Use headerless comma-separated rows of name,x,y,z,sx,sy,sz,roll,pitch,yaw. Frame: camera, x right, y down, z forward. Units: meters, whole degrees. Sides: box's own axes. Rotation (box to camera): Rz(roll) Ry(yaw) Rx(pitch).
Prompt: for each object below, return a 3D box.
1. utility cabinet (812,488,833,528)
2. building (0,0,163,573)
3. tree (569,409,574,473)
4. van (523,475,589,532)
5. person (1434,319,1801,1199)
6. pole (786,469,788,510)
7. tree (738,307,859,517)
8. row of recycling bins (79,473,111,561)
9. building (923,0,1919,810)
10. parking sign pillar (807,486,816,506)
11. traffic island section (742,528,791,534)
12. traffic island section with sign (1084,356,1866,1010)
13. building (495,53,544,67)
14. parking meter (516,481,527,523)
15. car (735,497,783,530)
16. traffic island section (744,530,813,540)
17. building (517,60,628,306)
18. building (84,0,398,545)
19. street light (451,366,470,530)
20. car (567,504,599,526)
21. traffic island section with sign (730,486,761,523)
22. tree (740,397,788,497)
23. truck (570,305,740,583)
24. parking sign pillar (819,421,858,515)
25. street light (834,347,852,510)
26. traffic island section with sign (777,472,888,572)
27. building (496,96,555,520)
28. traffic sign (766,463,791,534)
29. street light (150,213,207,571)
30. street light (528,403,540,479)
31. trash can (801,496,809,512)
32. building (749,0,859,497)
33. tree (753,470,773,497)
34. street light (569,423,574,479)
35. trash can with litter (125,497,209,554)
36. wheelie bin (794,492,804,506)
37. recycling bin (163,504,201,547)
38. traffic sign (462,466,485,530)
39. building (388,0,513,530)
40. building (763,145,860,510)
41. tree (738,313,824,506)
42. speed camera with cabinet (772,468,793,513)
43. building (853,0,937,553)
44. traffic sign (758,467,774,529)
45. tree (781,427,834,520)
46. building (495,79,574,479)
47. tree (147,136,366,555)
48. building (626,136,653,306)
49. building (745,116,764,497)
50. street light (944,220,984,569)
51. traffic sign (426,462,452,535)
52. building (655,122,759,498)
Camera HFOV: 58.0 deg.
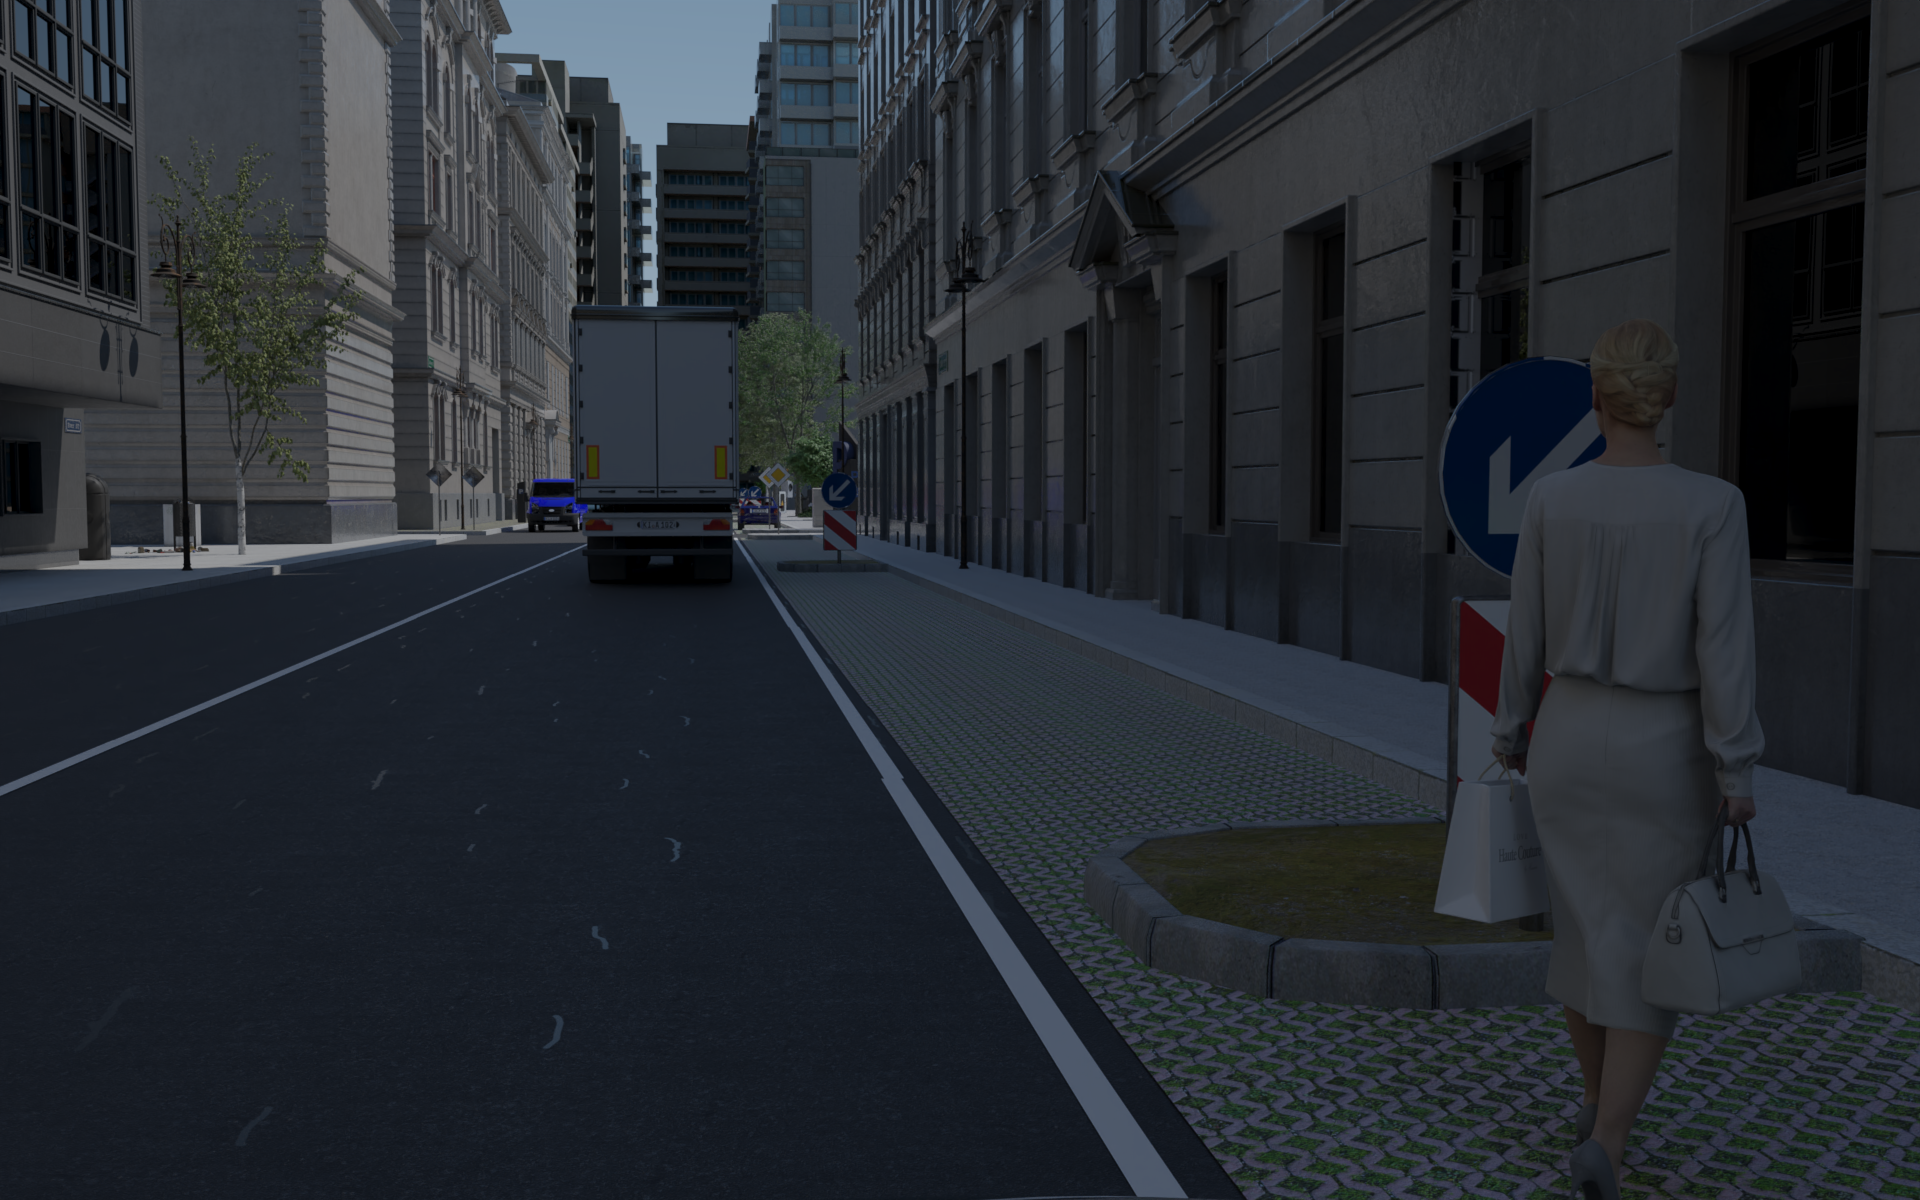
utility cabinet,-4.947,-3.452,65.115,1.173,1.500,0.318,-1,4,-15
building,-19.559,-13.738,18.130,14.314,27.812,24.014,-1,4,-8
tree,-28.944,-11.171,133.009,4.360,8.622,3.978,0,3,0
van,-15.499,-3.815,66.752,2.240,2.365,5.245,0,4,-8
person,1.293,0.328,3.495,0.624,1.780,0.694,-3,4,-39
pole,-13.837,-8.847,138.487,0.158,3.312,0.155,0,3,0
tree,-9.255,-10.493,97.313,9.928,11.665,9.643,0,3,0
row of recycling bins,-18.284,-1.633,33.811,3.534,1.692,1.069,1,4,9
building,10.383,-14.669,16.250,17.030,29.872,44.131,-1,4,-8
parking sign pillar,-11.248,-8.963,135.024,1.447,3.967,1.447,1,4,21
traffic island section,-6.916,-2.496,63.092,2.009,0.180,2.903,-1,4,-8
traffic island section with sign,1.481,0.176,5.755,1.989,1.847,2.006,-1,4,-8
building,-46.777,-27.776,146.014,32.217,40.220,23.993,-1,4,-8
parking meter,-19.569,-4.378,77.285,0.399,1.863,0.255,0,4,-2
car,-8.103,-3.505,69.879,1.945,1.354,3.894,0,4,-7
traffic island section,-5.759,-2.013,55.191,2.009,0.180,2.903,-1,4,-8
building,-49.111,-35.119,197.901,21.600,48.544,21.300,-1,4,-8
building,-25.945,-13.347,47.101,19.941,23.489,11.050,-1,4,-8
street light,-17.949,-5.479,62.361,0.468,5.910,1.993,-1,4,-8
car,-16.770,-4.186,78.224,2.009,1.686,4.222,0,4,-7
traffic island section with sign,-10.476,-4.820,87.433,1.989,1.847,2.006,-1,4,-8
tree,-14.140,-10.802,126.982,4.737,8.622,4.395,0,3,0
truck,-5.380,-2.600,31.417,2.839,4.237,11.283,-1,4,-9
parking sign pillar,-4.174,-4.589,63.508,1.447,3.967,1.447,-2,4,-33
street light,-3.692,-5.003,54.583,0.468,5.910,1.993,-1,4,-8
traffic island section with sign,-2.420,-1.456,32.428,1.989,1.847,2.006,-1,4,-8
building,-28.254,-16.191,93.600,11.050,23.489,19.941,-1,4,-8
traffic sign,-5.781,-3.148,55.111,0.795,2.450,0.064,-1,4,-8
street light,-12.959,-3.430,28.865,0.468,5.910,1.993,-1,4,-8
street light,-21.558,-7.029,87.713,0.468,5.910,1.993,-1,4,-8
trash can,-10.042,-6.095,111.299,0.748,1.137,0.748,0,3,0
building,-8.716,-33.693,170.482,23.786,49.044,30.456,-1,4,-8
tree,-15.825,-8.833,139.027,1.663,3.219,1.824,0,3,0
street light,-25.164,-8.537,112.368,0.468,5.910,1.993,-1,4,-8
trash can with litter,-17.446,-1.650,38.027,1.678,1.210,2.233,2,4,31
wheelie bin,-11.588,-7.142,124.679,0.693,1.594,0.980,-1,4,-12
recycling bin,-19.067,-1.829,42.457,0.722,1.027,0.722,-1,4,-13
traffic sign,-17.276,-3.540,61.525,0.795,2.450,0.064,-1,4,-8
building,-26.634,-17.365,71.310,14.401,28.519,23.554,-1,4,-8
building,-9.703,-23.003,147.797,14.160,30.474,14.107,-1,4,-8
tree,-11.982,-11.654,108.668,7.486,12.596,7.792,0,3,0
speed camera with cabinet,-11.912,-7.449,116.134,0.660,3.252,2.038,1,4,20
building,2.599,-12.092,46.857,9.793,20.994,18.267,-1,4,-8
traffic sign,-6.938,-3.631,63.012,0.795,2.450,0.064,-1,4,-8
tree,-7.040,-6.181,84.769,4.285,4.588,4.351,0,3,0
building,-32.608,-20.006,113.009,13.634,28.700,20.117,-1,4,-8
tree,-14.947,-5.255,36.274,4.737,8.622,4.395,0,3,0
building,-55.743,-37.184,227.558,30.456,49.044,23.786,-1,4,-8
building,-13.389,-33.347,199.851,22.147,44.769,28.867,-1,4,-8
street light,0.065,-3.471,29.544,0.468,5.910,1.993,-1,4,-8
traffic sign,-16.119,-3.057,53.623,0.795,2.450,0.064,-1,4,-8
building,-29.230,-37.101,230.305,21.600,48.544,21.300,-1,4,-8
